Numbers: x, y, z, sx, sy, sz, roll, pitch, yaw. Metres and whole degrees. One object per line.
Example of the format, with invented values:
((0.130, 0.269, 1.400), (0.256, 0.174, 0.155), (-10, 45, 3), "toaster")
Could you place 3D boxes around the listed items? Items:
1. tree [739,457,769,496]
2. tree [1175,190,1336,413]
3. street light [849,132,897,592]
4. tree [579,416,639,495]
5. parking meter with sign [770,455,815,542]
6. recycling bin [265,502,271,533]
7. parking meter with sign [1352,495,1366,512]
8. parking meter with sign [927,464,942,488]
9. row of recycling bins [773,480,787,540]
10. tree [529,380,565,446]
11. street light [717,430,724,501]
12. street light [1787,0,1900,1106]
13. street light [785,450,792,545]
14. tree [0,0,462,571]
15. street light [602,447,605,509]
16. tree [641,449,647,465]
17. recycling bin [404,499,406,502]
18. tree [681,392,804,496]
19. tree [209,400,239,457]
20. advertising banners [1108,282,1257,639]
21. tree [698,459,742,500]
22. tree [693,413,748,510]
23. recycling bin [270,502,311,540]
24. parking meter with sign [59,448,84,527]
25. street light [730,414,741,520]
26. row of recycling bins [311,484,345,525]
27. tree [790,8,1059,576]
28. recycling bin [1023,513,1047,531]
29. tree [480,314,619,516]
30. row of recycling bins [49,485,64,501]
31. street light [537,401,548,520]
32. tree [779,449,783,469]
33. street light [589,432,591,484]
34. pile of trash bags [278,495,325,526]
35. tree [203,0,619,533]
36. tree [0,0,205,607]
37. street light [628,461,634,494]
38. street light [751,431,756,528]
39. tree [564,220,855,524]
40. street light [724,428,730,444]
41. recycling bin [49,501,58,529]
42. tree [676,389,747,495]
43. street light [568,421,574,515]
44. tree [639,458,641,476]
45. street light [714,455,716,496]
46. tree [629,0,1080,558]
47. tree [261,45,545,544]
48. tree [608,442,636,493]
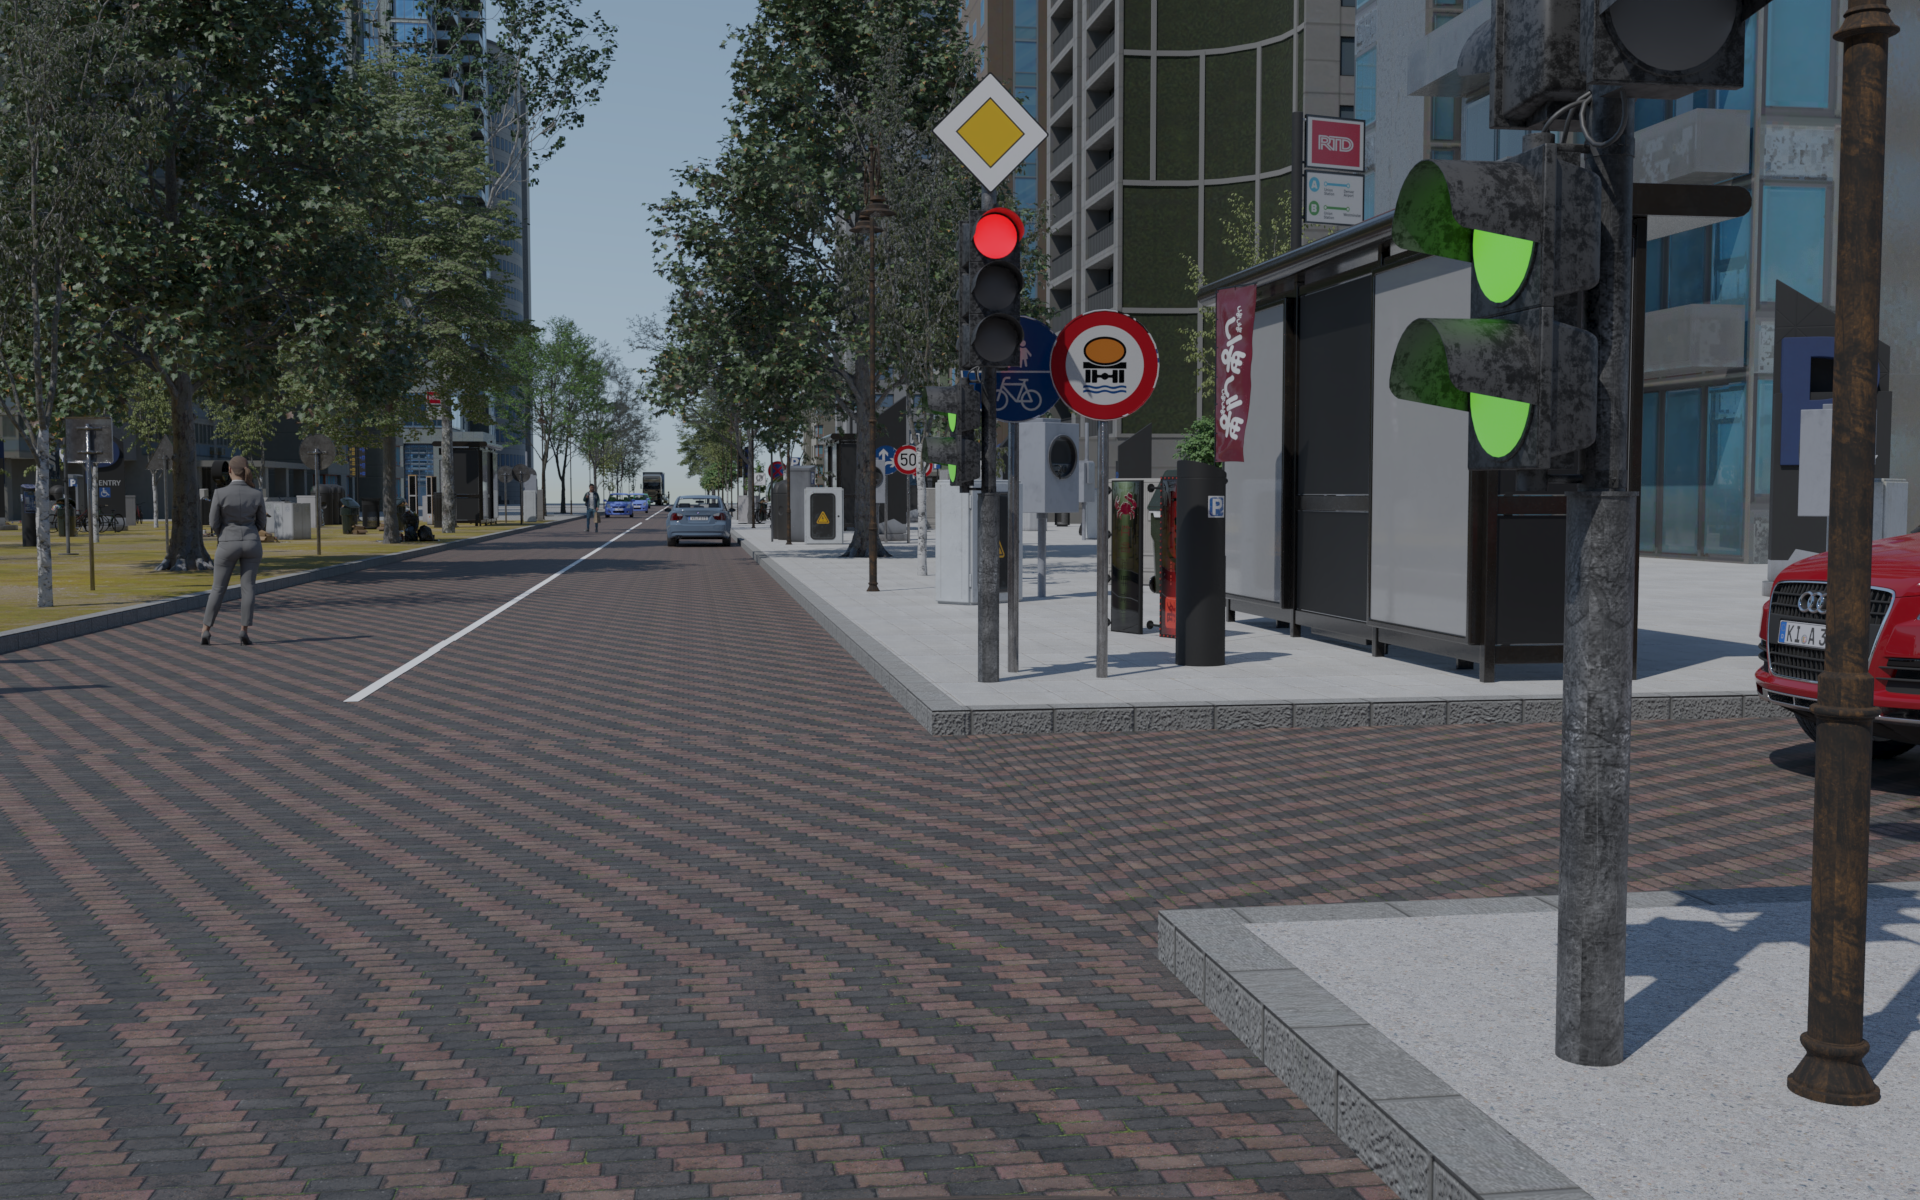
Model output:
((-10.292, -5.763, 88.823), (1.663, 3.219, 1.824), (0, 3, 0), "tree")
((7.388, -5.559, 41.251), (4.737, 8.622, 4.395), (0, 3, 0), "tree")
((-1.144, -3.049, 22.645), (0.468, 5.910, 1.993), (-1, 4, -9), "street light")
((-32.139, -12.462, 154.112), (4.737, 8.622, 4.395), (0, 3, 0), "tree")
((-4.238, -3.055, 46.204), (1.738, 3.016, 0.543), (1, 4, 14), "parking meter with sign")
((-22.599, -2.739, 57.344), (0.722, 1.027, 0.722), (0, 4, -8), "recycling bin")
((8.504, -2.542, 37.815), (1.738, 3.016, 0.543), (0, 4, -5), "parking meter with sign")
((-1.712, -5.213, 81.493), (1.738, 3.016, 0.543), (-3, 4, -38), "parking meter with sign")
((-4.888, -2.606, 49.713), (1.069, 1.692, 3.534), (0, 4, -8), "row of recycling bins")
((-28.833, -13.847, 136.764), (12.009, 13.543, 11.850), (0, 3, 0), "tree")
((-16.289, -8.942, 118.992), (0.468, 5.910, 1.993), (-1, 4, -9), "street light")
((1.873, -1.881, 3.537), (0.468, 5.910, 1.993), (-1, 4, -9), "street light")
((-4.336, -4.339, 43.726), (0.468, 5.910, 1.993), (-1, 4, -9), "street light")
((-13.206, -6.861, 29.184), (9.611, 12.733, 9.660), (0, 3, 0), "tree")
((-30.783, -10.814, 149.590), (0.468, 5.910, 1.993), (-1, 4, -9), "street light")
((-45.309, -17.672, 239.305), (4.737, 8.622, 4.395), (0, 3, 0), "tree")
((-26.581, -4.220, 81.545), (0.722, 1.027, 0.722), (1, 4, 20), "recycling bin")
((-13.584, -10.817, 111.268), (8.767, 10.594, 7.601), (1, 4, 20), "tree")
((-30.743, -7.063, 65.848), (4.737, 8.622, 4.395), (0, 3, 0), "tree")
((1.913, -1.167, 15.275), (0.090, 3.025, 2.074), (-2, 4, -31), "advertising banners")
((-19.644, -9.786, 143.710), (4.285, 4.588, 4.351), (0, 3, 0), "tree")
((-16.882, -10.666, 124.750), (4.737, 8.622, 4.395), (0, 3, 0), "tree")
((-18.815, -2.218, 48.821), (0.722, 1.027, 0.722), (2, 4, 24), "recycling bin")
((-34.059, -4.325, 66.979), (0.543, 3.016, 1.738), (0, 4, 7), "parking meter with sign")
((-10.995, -6.905, 85.683), (0.468, 5.910, 1.993), (-1, 4, -9), "street light")
((-26.533, -4.023, 72.883), (1.069, 1.692, 3.534), (-1, 4, -9), "row of recycling bins")
((-0.567, -4.670, 26.724), (4.360, 8.622, 3.978), (0, 3, 0), "tree")
((2.569, -2.906, 60.073), (0.722, 1.027, 0.722), (-1, 4, -21), "recycling bin")
((-23.827, -10.620, 99.394), (9.928, 11.665, 9.643), (0, 3, 0), "tree")
((-41.099, -4.446, 79.810), (1.069, 1.692, 3.534), (2, 4, 31), "row of recycling bins")
((-20.764, -6.935, 86.168), (0.468, 5.910, 1.993), (-1, 4, -9), "street light")
((-5.465, -6.429, 55.475), (4.360, 8.622, 3.978), (0, 3, 0), "tree")
((-27.491, -9.533, 128.658), (0.468, 5.910, 1.993), (-1, 4, -9), "street light")
((-26.971, -3.603, 68.660), (3.447, 1.369, 1.912), (-1, 4, -13), "pile of trash bags")
((-18.285, -12.298, 56.962), (12.611, 20.169, 13.585), (0, 3, 0), "tree")
((-10.666, -4.232, 19.562), (4.360, 8.622, 3.978), (0, 3, 0), "tree")
((-40.342, -14.575, 211.090), (0.468, 5.910, 1.993), (-1, 4, -9), "street light")
((-7.741, -5.624, 64.745), (0.468, 5.910, 1.993), (-1, 4, -9), "street light")
((-9.030, -9.983, 73.593), (12.009, 13.543, 11.850), (0, 3, 0), "tree")
((-12.868, -7.628, 97.500), (0.468, 5.910, 1.993), (-1, 4, -9), "street light")
((-34.000, -3.163, 64.272), (0.722, 1.027, 0.722), (1, 4, 16), "recycling bin")
((-24.402, -15.486, 171.317), (7.486, 12.596, 7.792), (0, 3, 0), "tree")
((-24.151, -8.236, 107.445), (0.468, 5.910, 1.993), (-1, 4, -9), "street light")
((-36.633, -14.043, 179.959), (4.737, 8.622, 4.395), (0, 3, 0), "tree")
((-19.511, -10.223, 139.936), (0.468, 5.910, 1.993), (-1, 4, -9), "street light")
((-2.036, -7.218, 35.026), (9.611, 12.733, 9.660), (0, 3, 0), "tree")
((-14.391, -7.718, 44.316), (7.486, 12.596, 7.792), (0, 3, 0), "tree")
((-42.688, -16.341, 217.538), (4.360, 8.622, 3.978), (0, 3, 0), "tree")
